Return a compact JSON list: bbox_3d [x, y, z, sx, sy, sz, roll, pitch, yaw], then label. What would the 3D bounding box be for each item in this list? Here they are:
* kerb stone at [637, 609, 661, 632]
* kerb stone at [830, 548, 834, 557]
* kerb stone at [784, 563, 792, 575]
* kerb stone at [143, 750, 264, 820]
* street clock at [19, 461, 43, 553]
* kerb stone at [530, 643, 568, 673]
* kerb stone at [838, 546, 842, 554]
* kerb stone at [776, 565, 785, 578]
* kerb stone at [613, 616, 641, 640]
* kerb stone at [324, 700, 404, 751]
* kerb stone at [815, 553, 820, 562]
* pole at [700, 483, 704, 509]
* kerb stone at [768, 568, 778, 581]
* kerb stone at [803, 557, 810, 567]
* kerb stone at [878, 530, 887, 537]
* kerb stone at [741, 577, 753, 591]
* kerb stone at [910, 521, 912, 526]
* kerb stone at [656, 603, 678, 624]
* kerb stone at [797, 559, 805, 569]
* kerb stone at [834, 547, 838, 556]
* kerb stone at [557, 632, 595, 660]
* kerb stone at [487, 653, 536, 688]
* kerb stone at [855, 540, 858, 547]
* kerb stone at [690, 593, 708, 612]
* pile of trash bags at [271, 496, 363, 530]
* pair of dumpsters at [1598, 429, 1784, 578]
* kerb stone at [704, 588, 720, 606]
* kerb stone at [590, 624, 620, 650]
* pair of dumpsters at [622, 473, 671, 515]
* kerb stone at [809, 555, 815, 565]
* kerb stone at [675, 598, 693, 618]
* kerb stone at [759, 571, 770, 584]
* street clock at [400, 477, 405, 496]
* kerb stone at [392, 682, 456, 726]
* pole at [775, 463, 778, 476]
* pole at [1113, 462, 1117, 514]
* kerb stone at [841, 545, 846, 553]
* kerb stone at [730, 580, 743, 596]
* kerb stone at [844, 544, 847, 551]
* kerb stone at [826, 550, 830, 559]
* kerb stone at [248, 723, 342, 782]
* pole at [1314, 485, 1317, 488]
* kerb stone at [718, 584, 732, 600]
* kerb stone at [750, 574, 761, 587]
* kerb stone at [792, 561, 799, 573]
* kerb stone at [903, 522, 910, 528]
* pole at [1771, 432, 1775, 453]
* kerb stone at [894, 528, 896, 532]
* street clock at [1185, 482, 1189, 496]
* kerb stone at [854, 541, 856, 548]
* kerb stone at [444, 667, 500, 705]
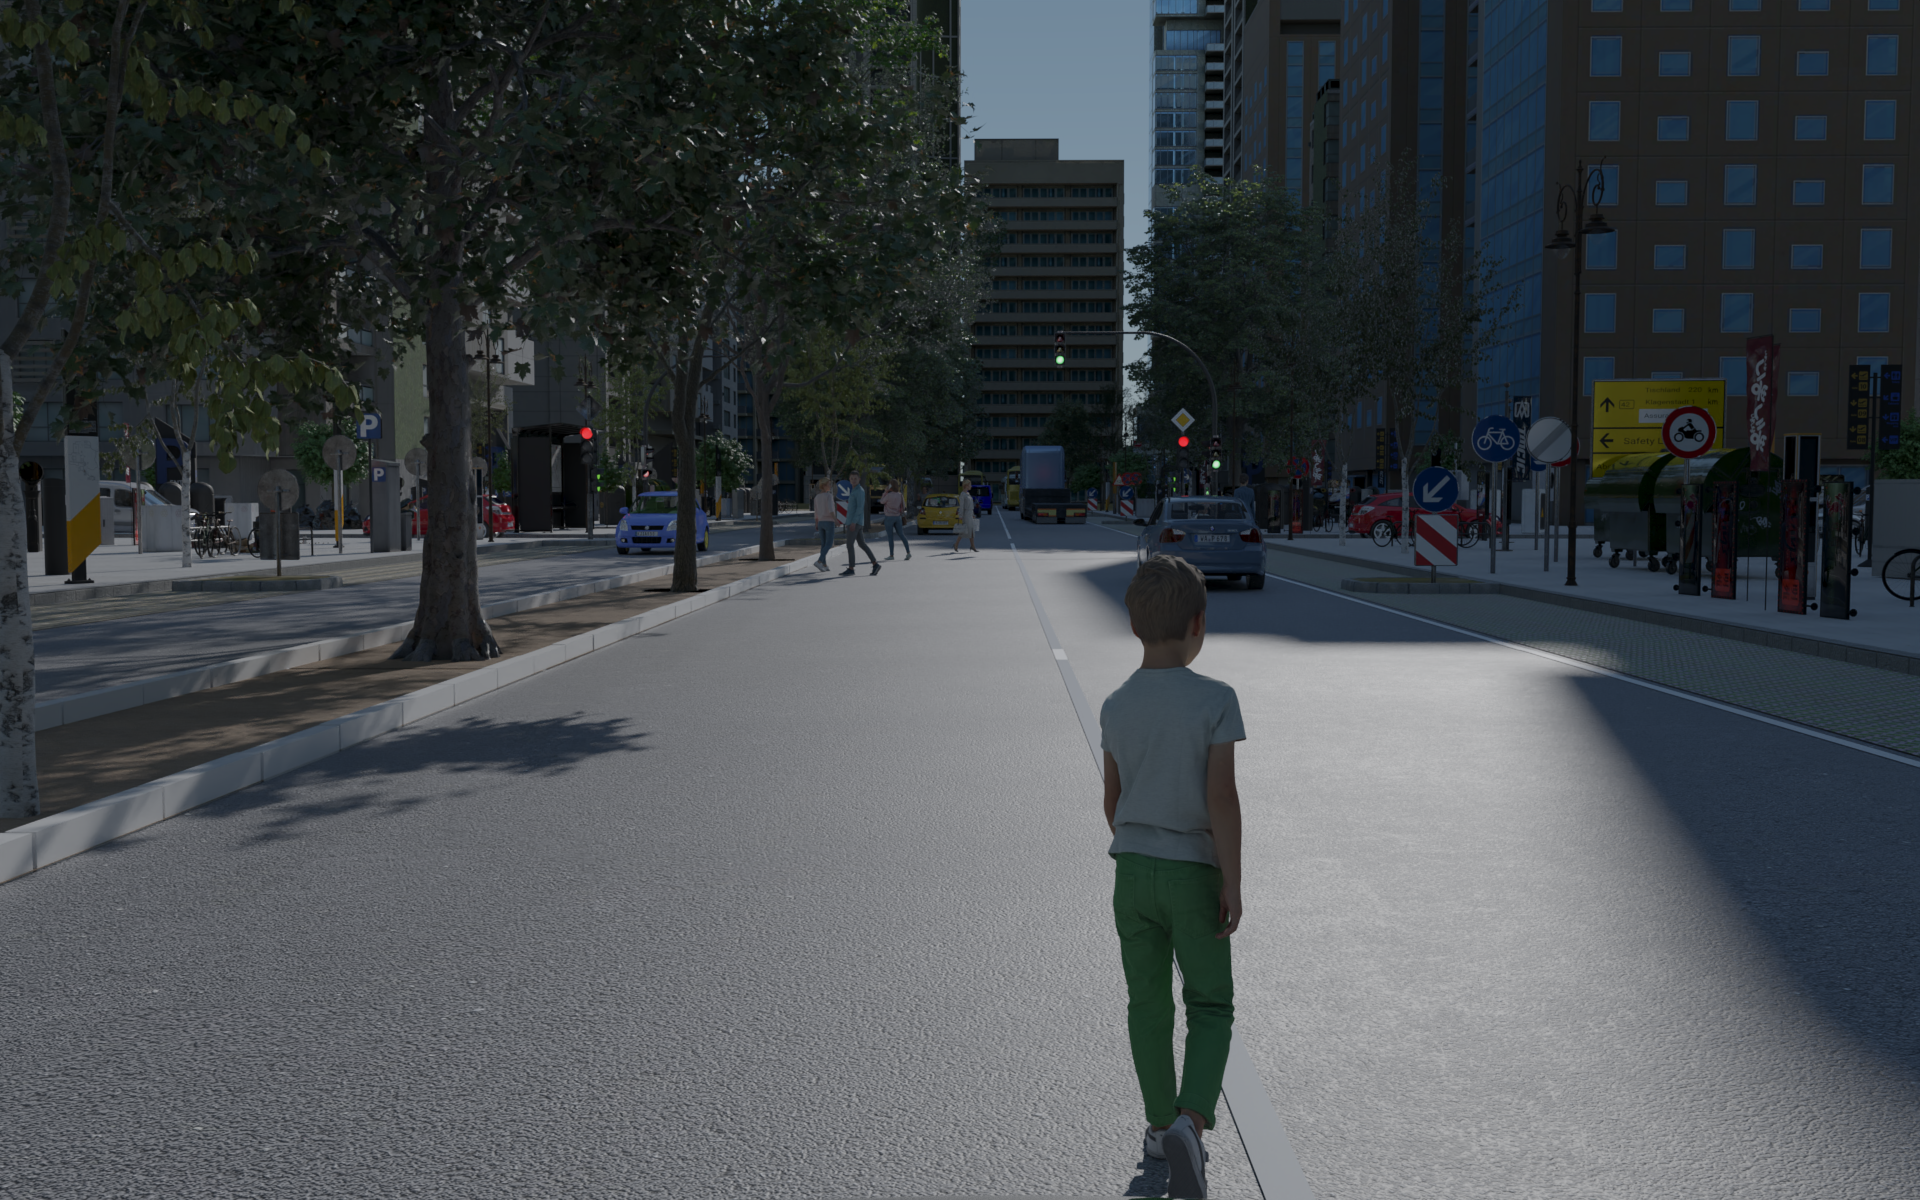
[{"bbox_3d":[-3.357,0.236,18.366,0.120,0.150,1.000,0,4,1],"label":"kerb stone"},{"bbox_3d":[-2.993,-1.021,38.883,0.120,0.150,1.000,0,4,1],"label":"kerb stone"},{"bbox_3d":[-3.144,-0.520,30.690,0.120,0.150,1.000,0,4,1],"label":"kerb stone"},{"bbox_3d":[-3.541,0.862,8.101,0.120,0.150,1.000,0,4,1],"label":"kerb stone"},{"bbox_3d":[-20.390,-2.049,38.067,0.471,2.002,0.358,-2,4,-27],"label":"street clock"},{"bbox_3d":[-3.434,0.491,14.264,0.120,0.150,1.000,0,4,1],"label":"kerb stone"},{"bbox_3d":[-2.953,-1.144,40.927,0.120,0.150,1.000,0,4,1],"label":"kerb stone"},{"bbox_3d":[-3.154,-0.457,29.668,0.120,0.150,1.000,0,4,1],"label":"kerb stone"},{"bbox_3d":[-3.377,0.297,17.340,0.120,0.150,1.000,0,4,1],"label":"kerb stone"},{"bbox_3d":[-3.501,0.737,10.150,0.120,0.150,1.000,0,4,1],"label":"kerb stone"},{"bbox_3d":[-3.044,-0.833,35.807,0.120,0.150,1.000,0,4,1],"label":"kerb stone"},{"bbox_3d":[-14.977,-6.532,100.642,0.158,3.312,0.155,0,3,0],"label":"pole"},{"bbox_3d":[-3.172,-0.394,28.640,0.120,0.150,1.000,0,4,1],"label":"kerb stone"},{"bbox_3d":[-3.084,-0.707,33.756,0.120,0.150,1.000,0,4,1],"label":"kerb stone"},{"bbox_3d":[-2.637,-2.241,58.848,0.120,0.150,1.000,0,4,1],"label":"kerb stone"},{"bbox_3d":[-3.227,-0.206,25.562,0.120,0.150,1.000,0,4,1],"label":"kerb stone"},{"bbox_3d":[-2.326,-3.306,76.252,0.120,0.150,1.000,0,4,1],"label":"kerb stone"},{"bbox_3d":[-3.344,0.171,19.401,0.120,0.150,1.000,0,4,1],"label":"kerb stone"},{"bbox_3d":[-3.099,-0.638,32.734,0.120,0.150,1.000,0,4,1],"label":"kerb stone"},{"bbox_3d":[-2.971,-1.080,39.905,0.120,0.150,1.000,0,4,1],"label":"kerb stone"},{"bbox_3d":[-3.418,0.422,15.291,0.120,0.150,1.000,0,4,1],"label":"kerb stone"},{"bbox_3d":[-3.449,0.548,13.235,0.120,0.150,1.000,0,4,1],"label":"kerb stone"},{"bbox_3d":[-2.857,-1.459,46.053,0.120,0.150,1.000,0,4,1],"label":"kerb stone"},{"bbox_3d":[-3.300,0.051,21.447,0.120,0.150,1.000,0,4,1],"label":"kerb stone"},{"bbox_3d":[-23.181,-3.191,61.926,1.912,1.369,3.447,2,4,30],"label":"pile of trash bags"},{"bbox_3d":[11.838,-1.557,27.946,1.574,2.255,4.437,0,4,1],"label":"pair of dumpsters"},{"bbox_3d":[-3.282,-0.017,22.479,0.120,0.150,1.000,0,4,1],"label":"kerb stone"},{"bbox_3d":[-3.392,0.359,16.318,0.120,0.150,1.000,0,4,1],"label":"kerb stone"},{"bbox_3d":[-14.089,-4.604,77.763,1.574,2.255,4.437,0,4,1],"label":"pair of dumpsters"},{"bbox_3d":[-3.064,-0.770,34.785,0.120,0.150,1.000,0,4,1],"label":"kerb stone"},{"bbox_3d":[-3.322,0.112,20.425,0.120,0.150,1.000,0,4,1],"label":"kerb stone"},{"bbox_3d":[-3.188,-0.332,27.618,0.120,0.150,1.000,0,4,1],"label":"kerb stone"},{"bbox_3d":[-23.844,-4.219,73.543,0.358,2.002,0.471,3,5,43],"label":"street clock"},{"bbox_3d":[-3.484,0.675,11.181,0.120,0.150,1.000,0,4,1],"label":"kerb stone"},{"bbox_3d":[-12.056,-7.331,113.704,0.158,3.312,0.155,0,3,0],"label":"pole"},{"bbox_3d":[9.923,-7.164,110.977,0.158,3.312,0.155,0,3,0],"label":"pole"},{"bbox_3d":[-2.935,-1.203,41.949,0.120,0.150,1.000,0,4,1],"label":"kerb stone"},{"bbox_3d":[-3.245,-0.143,24.531,0.120,0.150,1.000,0,4,1],"label":"kerb stone"},{"bbox_3d":[-2.923,-1.269,42.975,0.120,0.150,1.000,0,4,1],"label":"kerb stone"},{"bbox_3d":[-3.000,-0.958,37.857,0.120,0.150,1.000,0,4,1],"label":"kerb stone"},{"bbox_3d":[-3.518,0.803,9.123,0.120,0.150,1.000,0,4,1],"label":"kerb stone"},{"bbox_3d":[23.527,-7.388,114.631,0.158,3.312,0.155,0,3,0],"label":"pole"},{"bbox_3d":[-3.271,-0.080,23.507,0.120,0.150,1.000,0,4,1],"label":"kerb stone"},{"bbox_3d":[-3.215,-0.269,26.588,0.120,0.150,1.000,0,4,1],"label":"kerb stone"},{"bbox_3d":[-3.118,-0.582,31.712,0.120,0.150,1.000,0,4,1],"label":"kerb stone"},{"bbox_3d":[-2.347,-3.244,75.230,0.120,0.150,1.000,0,4,1],"label":"kerb stone"},{"bbox_3d":[21.667,-3.211,46.335,0.158,3.312,0.155,0,3,0],"label":"pole"},{"bbox_3d":[-2.542,-2.553,63.963,0.120,0.150,1.000,0,4,1],"label":"kerb stone"},{"bbox_3d":[11.102,-4.916,84.954,0.471,2.002,0.358,2,4,34],"label":"street clock"},{"bbox_3d":[-2.878,-1.389,45.021,0.120,0.150,1.000,0,4,1],"label":"kerb stone"},{"bbox_3d":[-3.466,0.612,12.213,0.120,0.150,1.000,0,4,1],"label":"kerb stone"}]
